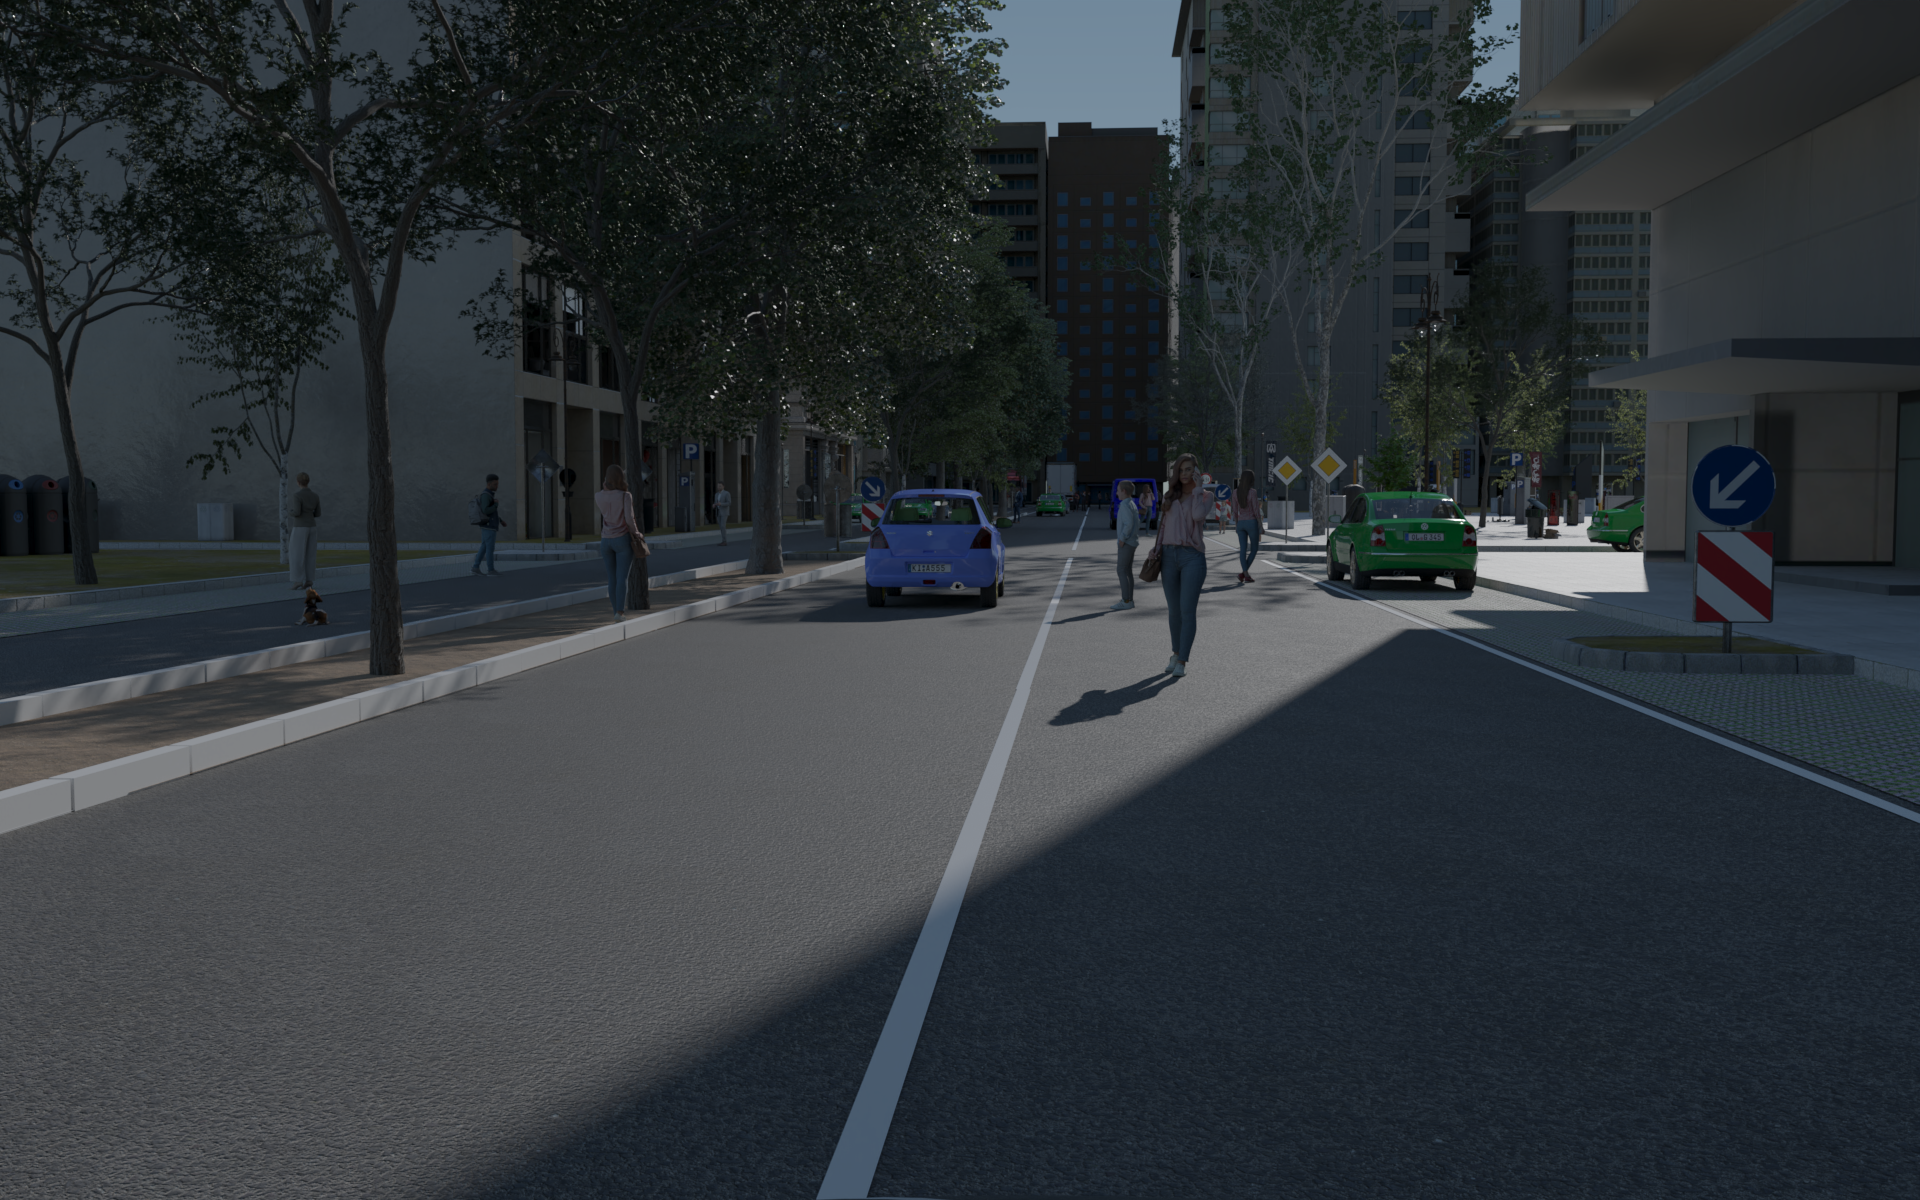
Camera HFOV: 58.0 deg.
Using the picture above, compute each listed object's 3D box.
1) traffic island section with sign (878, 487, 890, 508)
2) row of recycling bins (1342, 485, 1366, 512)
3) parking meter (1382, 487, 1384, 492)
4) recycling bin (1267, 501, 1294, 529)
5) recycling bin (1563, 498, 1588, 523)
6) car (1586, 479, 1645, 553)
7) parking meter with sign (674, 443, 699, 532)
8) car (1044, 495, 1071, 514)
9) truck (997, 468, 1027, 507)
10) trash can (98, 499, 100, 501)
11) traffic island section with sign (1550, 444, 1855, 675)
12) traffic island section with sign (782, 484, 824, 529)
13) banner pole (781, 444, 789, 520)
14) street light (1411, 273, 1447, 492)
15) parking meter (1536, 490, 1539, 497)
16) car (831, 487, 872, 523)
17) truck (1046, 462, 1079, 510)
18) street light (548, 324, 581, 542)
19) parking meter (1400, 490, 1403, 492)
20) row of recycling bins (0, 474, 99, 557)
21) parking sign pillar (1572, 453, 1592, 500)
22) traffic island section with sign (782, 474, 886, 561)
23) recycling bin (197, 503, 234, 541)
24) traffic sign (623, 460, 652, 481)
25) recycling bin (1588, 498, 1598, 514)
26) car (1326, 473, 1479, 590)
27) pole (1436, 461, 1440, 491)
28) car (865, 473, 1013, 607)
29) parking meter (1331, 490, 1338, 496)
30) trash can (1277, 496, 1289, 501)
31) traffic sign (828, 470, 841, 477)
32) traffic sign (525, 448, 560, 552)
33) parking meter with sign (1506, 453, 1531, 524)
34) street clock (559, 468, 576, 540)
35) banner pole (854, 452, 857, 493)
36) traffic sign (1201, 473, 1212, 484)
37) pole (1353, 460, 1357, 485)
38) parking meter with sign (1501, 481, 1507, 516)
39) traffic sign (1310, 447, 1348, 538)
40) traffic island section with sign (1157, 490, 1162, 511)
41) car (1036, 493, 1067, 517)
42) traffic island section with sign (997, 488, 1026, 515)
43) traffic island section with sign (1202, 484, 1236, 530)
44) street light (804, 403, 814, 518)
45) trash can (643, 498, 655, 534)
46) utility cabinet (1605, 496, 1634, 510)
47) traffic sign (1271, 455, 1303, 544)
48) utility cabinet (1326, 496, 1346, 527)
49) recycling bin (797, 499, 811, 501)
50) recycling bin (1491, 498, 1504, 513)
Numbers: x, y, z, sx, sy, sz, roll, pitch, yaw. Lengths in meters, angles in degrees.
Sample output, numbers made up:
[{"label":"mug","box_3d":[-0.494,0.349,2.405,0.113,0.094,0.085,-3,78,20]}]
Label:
[{"label":"traffic island section with sign","box_3d":[-4.291,-5.455,97.813,1.989,1.847,2.006,0,4,4]},{"label":"row of recycling bins","box_3d":[17.610,-4.319,77.727,1.069,1.692,3.534,1,4,9]},{"label":"parking meter","box_3d":[26.827,-6.355,109.620,0.399,1.863,0.255,0,4,6]},{"label":"recycling bin","box_3d":[11.795,-3.126,63.659,0.722,1.027,0.722,-3,5,-41]},{"label":"recycling bin","box_3d":[27.479,-3.972,77.491,0.722,1.027,0.722,0,4,-1]},{"label":"car","box_3d":[17.415,-1.977,41.126,4.718,1.807,1.959,0,4,6]},{"label":"parking meter with sign","box_3d":[-9.304,-3.827,58.825,0.543,3.016,1.738,0,4,4]},{"label":"car","box_3d":[7.067,-6.988,126.249,2.014,1.417,4.499,0,4,5]},{"label":"truck","box_3d":[5.740,-12.218,188.670,2.839,4.237,11.283,0,4,5]},{"label":"trash can","box_3d":[-24.106,-2.208,47.748,0.748,1.137,0.748,0,3,0]},{"label":"traffic island section with sign","box_3d":[6.144,-0.369,14.657,1.989,1.847,2.006,0,4,4]},{"label":"traffic island section with sign","box_3d":[-6.385,-3.799,70.741,1.989,1.847,2.006,0,4,4]},{"label":"banner pole","box_3d":[-8.655,-5.841,85.521,0.401,3.779,0.863,-3,4,-37]},{"label":"street light","box_3d":[9.803,-3.886,36.326,0.468,5.910,1.993,0,4,4]},{"label":"parking meter","box_3d":[34.179,-5.782,102.951,0.372,1.533,0.369,0,3,0]},{"label":"car","box_3d":[-5.393,-4.759,86.613,1.959,1.807,4.718,0,4,6]},{"label":"truck","box_3d":[9.356,-10.345,158.059,2.839,4.237,11.283,0,4,5]},{"label":"street light","box_3d":[-10.585,-4.508,46.498,0.468,5.910,1.993,0,4,4]},{"label":"parking meter","box_3d":[28.137,-6.263,110.818,0.372,1.533,0.369,0,3,0]},{"label":"row of recycling bins","box_3d":[-19.623,-1.782,36.241,1.069,1.692,3.534,1,4,18]},{"label":"parking sign pillar","box_3d":[41.254,-7.734,114.925,1.447,3.967,1.447,-1,4,-20]},{"label":"traffic island section with sign","box_3d":[-2.775,-1.827,38.013,2.006,1.907,1.989,0,4,4]},{"label":"recycling bin","box_3d":[-20.377,-2.132,47.417,0.722,1.027,0.722,0,4,-2]},{"label":"traffic sign","box_3d":[-8.587,-2.601,46.172,0.795,2.450,0.064,0,4,4]},{"label":"recycling bin","box_3d":[41.410,-6.166,113.360,0.722,1.027,0.722,-2,4,-34]},{"label":"car","box_3d":[6.834,-1.117,27.060,1.959,1.807,4.718,0,4,4]},{"label":"pole","box_3d":[29.712,-6.960,107.635,0.158,3.312,0.155,0,3,0]},{"label":"car","box_3d":[-0.275,-0.835,23.239,1.945,1.707,3.694,0,4,3]},{"label":"parking meter","box_3d":[22.484,-5.847,104.007,0.372,1.533,0.369,0,3,0]},{"label":"trash can","box_3d":[20.512,-6.017,110.039,0.748,1.137,0.748,0,3,0]},{"label":"traffic sign","box_3d":[-6.691,-5.680,92.967,0.768,2.556,0.104,0,4,5]},{"label":"traffic sign","box_3d":[-9.203,-2.114,38.211,0.795,2.450,0.064,0,4,4]},{"label":"parking meter with sign","box_3d":[24.018,-4.744,73.822,0.543,3.016,1.738,3,4,39]},{"label":"street clock","box_3d":[-10.979,-2.688,48.514,0.471,2.002,0.358,-1,4,-15]},{"label":"banner pole","box_3d":[-6.234,-6.969,103.953,0.401,3.779,0.863,-1,4,-12]},{"label":"traffic sign","box_3d":[14.733,-6.353,103.977,0.768,2.556,0.104,1,4,8]},{"label":"pole","box_3d":[23.577,-6.703,103.437,0.158,3.312,0.155,0,3,0]},{"label":"parking meter with sign","box_3d":[32.333,-6.455,101.804,0.543,3.016,1.738,-1,4,-19]},{"label":"traffic sign","box_3d":[7.839,-2.033,36.879,0.795,2.450,0.064,0,4,4]},{"label":"traffic island section with sign","box_3d":[16.323,-8.425,146.369,1.989,1.847,2.006,0,4,4]},{"label":"car","box_3d":[5.859,-6.271,111.326,1.959,1.807,4.718,0,4,5]},{"label":"traffic island section with sign","box_3d":[3.585,-6.861,120.314,2.006,1.907,1.989,0,4,4]},{"label":"traffic island section with sign","box_3d":[10.383,-3.719,69.441,1.989,1.847,2.006,0,4,4]},{"label":"street light","box_3d":[-7.435,-6.962,86.610,0.468,5.910,1.993,0,4,4]},{"label":"trash can","box_3d":[-10.248,-2.724,56.186,0.748,1.137,0.748,0,3,0]},{"label":"utility cabinet","box_3d":[25.484,-3.413,66.963,1.020,1.237,0.306,0,4,1]},{"label":"traffic sign","box_3d":[8.455,-2.520,44.840,0.795,2.450,0.064,0,4,4]},{"label":"utility cabinet","box_3d":[14.374,-3.412,66.947,1.020,1.237,0.306,3,4,36]},{"label":"recycling bin","box_3d":[-8.088,-4.780,90.714,0.722,1.027,0.722,-1,4,-20]},{"label":"recycling bin","box_3d":[36.151,-6.346,116.311,0.722,1.027,0.722,-3,5,-41]}]
